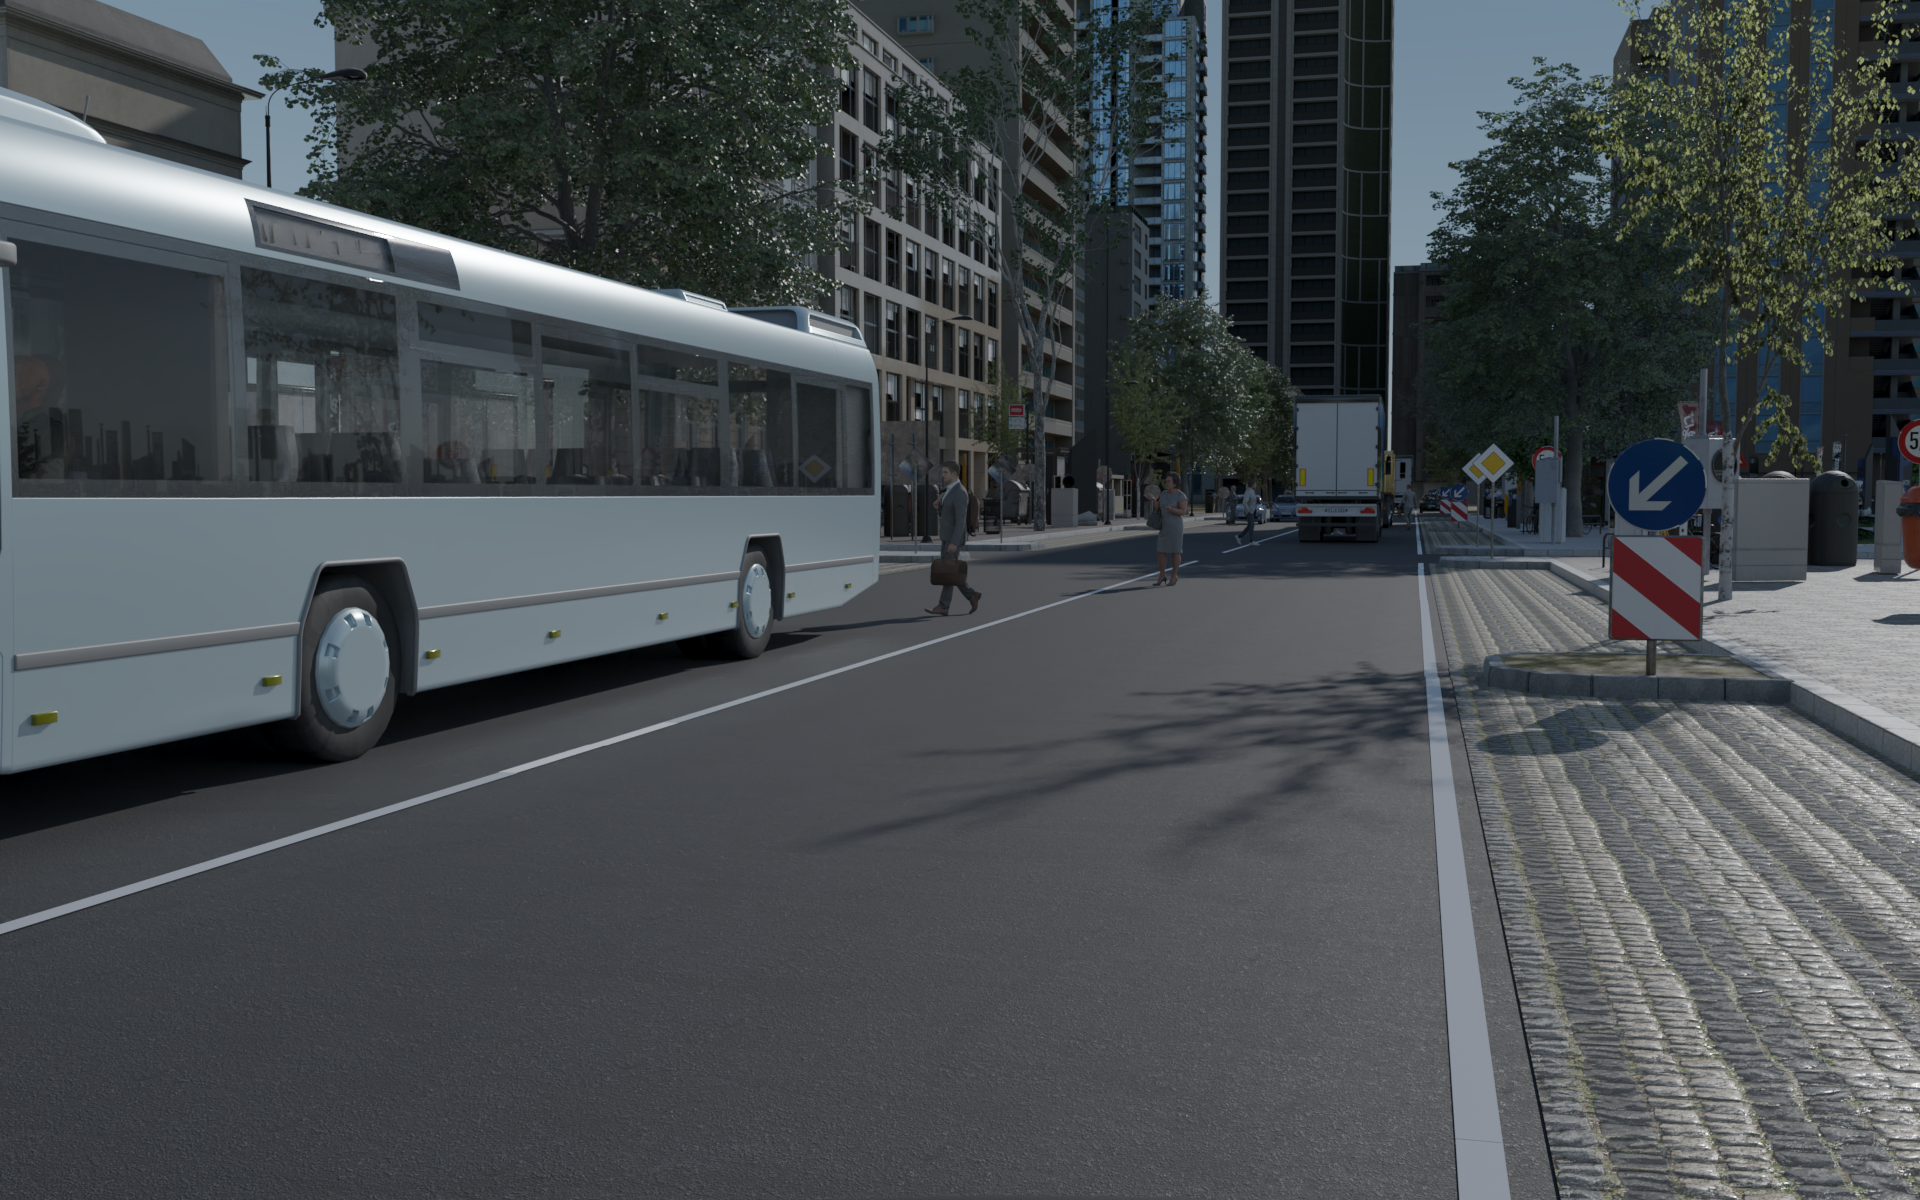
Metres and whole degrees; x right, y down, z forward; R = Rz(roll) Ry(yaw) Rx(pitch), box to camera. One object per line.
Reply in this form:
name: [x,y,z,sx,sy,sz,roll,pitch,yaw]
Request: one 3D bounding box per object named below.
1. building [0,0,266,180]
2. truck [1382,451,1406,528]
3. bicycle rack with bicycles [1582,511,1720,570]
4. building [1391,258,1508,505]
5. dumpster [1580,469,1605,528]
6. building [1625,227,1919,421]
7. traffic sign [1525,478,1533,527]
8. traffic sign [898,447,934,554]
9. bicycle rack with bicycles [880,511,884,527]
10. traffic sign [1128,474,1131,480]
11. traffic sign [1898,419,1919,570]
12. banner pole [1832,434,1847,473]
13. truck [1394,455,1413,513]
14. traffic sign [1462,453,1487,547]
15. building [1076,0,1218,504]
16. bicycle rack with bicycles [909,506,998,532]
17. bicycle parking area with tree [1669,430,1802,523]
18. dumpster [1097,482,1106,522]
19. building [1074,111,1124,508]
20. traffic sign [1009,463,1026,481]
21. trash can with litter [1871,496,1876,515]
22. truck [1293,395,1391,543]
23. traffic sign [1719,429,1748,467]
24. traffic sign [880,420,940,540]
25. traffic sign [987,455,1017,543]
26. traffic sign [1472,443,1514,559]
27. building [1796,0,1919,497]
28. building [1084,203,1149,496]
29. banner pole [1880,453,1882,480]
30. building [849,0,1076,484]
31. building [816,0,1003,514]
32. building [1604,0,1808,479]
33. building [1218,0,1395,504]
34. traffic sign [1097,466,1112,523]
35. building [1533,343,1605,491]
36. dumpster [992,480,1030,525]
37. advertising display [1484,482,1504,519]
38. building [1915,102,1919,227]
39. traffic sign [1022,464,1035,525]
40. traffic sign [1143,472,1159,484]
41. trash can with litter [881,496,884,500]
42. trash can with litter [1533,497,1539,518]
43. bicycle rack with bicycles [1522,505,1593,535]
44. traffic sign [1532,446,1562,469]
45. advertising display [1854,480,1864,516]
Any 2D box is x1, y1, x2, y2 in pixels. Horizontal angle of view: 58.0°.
building: [-50.360,-15.144,80.890,30.059,22.955,16.112,1,4,15]
truck: [17.799,-4.927,76.477,3.469,3.379,9.791,1,4,16]
bicycle rack with bicycles: [12.382,-1.000,29.730,2.852,0.926,2.925,-1,4,-13]
building: [60.789,-27.126,215.213,14.107,30.474,14.160,1,4,15]
dumpster: [24.245,-3.949,67.066,1.502,2.255,1.985,1,4,15]
building: [69.317,-17.938,138.327,27.650,21.520,28.899,1,4,15]
traffic sign: [22.231,-4.159,68.006,0.884,2.594,0.081,1,4,16]
traffic sign: [-0.948,-2.051,37.178,0.795,2.450,0.064,1,4,15]
bicycle rack with bicycles: [-2.993,-3.242,66.389,2.925,0.926,2.852,1,4,12]
traffic sign: [10.137,-6.158,100.782,0.768,2.556,0.104,1,4,18]
traffic sign: [16.226,-1.782,29.244,0.768,2.556,0.104,1,4,18]
banner pole: [36.746,-5.037,72.368,0.863,3.779,0.401,-1,4,-17]
truck: [32.993,-8.719,131.463,2.839,4.237,11.283,1,4,14]
traffic sign: [12.530,-2.339,41.891,0.795,2.450,0.064,1,4,15]
building: [19.237,-55.931,227.138,31.000,86.520,22.319,1,4,15]
bicycle rack with bicycles: [-0.562,-2.798,59.123,2.852,0.926,2.925,-1,4,-16]
bicycle parking area with tree: [35.053,-5.595,78.478,8.231,4.147,9.016,2,4,25]
dumpster: [5.943,-4.505,79.415,1.264,1.857,1.865,1,4,14]
building: [-1.789,-28.526,158.283,32.217,40.220,23.993,1,4,15]
traffic sign: [2.455,-4.474,73.156,0.884,2.594,0.081,1,4,15]
trash can with litter: [56.997,-5.905,107.927,0.624,1.170,1.055,2,4,27]
truck: [12.076,-4.015,54.553,2.839,4.237,11.283,1,4,14]
traffic sign: [14.969,-2.079,33.998,0.884,2.594,0.081,1,4,21]
traffic sign: [-1.616,-3.325,48.232,2.265,3.308,0.079,2,4,24]
traffic sign: [1.077,-2.524,44.903,0.795,2.450,0.064,1,4,15]
traffic sign: [10.506,-1.867,34.166,0.795,2.450,0.064,1,4,15]
building: [56.712,-28.657,118.659,14.600,45.320,14.200,1,4,15]
building: [11.743,-24.756,176.458,14.107,30.474,14.160,1,4,15]
banner pole: [56.012,-7.060,105.449,0.401,3.779,0.863,2,4,29]
building: [-3.500,-31.242,134.507,21.300,48.544,21.600,1,4,15]
building: [-10.871,-18.097,100.395,19.350,26.468,34.151,1,4,15]
building: [68.067,-31.196,160.159,14.600,45.320,14.200,1,4,15]
building: [44.493,-47.911,221.604,20.611,71.187,20.563,1,4,15]
traffic sign: [6.412,-4.727,77.388,0.768,2.556,0.104,1,4,19]
building: [83.316,-22.722,216.543,28.899,21.520,27.650,1,4,15]
dumpster: [2.090,-4.018,71.450,1.264,1.857,1.865,1,4,15]
advertising display: [27.690,-5.174,89.809,0.974,1.923,0.123,0,4,2]
building: [86.411,-43.649,151.909,20.611,71.187,20.563,1,4,15]
traffic sign: [2.929,-4.412,72.241,0.768,2.556,0.104,1,4,15]
traffic sign: [10.021,-5.556,90.850,0.884,2.594,0.081,1,4,22]
trash can with litter: [-2.782,-3.866,74.274,2.233,1.210,1.678,-1,4,-15]
trash can with litter: [26.492,-4.120,78.756,1.055,1.170,0.624,1,4,14]
bicycle rack with bicycles: [18.933,-2.546,55.012,2.852,0.926,2.925,3,5,43]
traffic sign: [15.587,-2.808,46.016,0.768,2.556,0.104,2,4,24]
advertising display: [40.376,-4.469,78.277,0.974,1.923,0.123,-1,4,-15]
